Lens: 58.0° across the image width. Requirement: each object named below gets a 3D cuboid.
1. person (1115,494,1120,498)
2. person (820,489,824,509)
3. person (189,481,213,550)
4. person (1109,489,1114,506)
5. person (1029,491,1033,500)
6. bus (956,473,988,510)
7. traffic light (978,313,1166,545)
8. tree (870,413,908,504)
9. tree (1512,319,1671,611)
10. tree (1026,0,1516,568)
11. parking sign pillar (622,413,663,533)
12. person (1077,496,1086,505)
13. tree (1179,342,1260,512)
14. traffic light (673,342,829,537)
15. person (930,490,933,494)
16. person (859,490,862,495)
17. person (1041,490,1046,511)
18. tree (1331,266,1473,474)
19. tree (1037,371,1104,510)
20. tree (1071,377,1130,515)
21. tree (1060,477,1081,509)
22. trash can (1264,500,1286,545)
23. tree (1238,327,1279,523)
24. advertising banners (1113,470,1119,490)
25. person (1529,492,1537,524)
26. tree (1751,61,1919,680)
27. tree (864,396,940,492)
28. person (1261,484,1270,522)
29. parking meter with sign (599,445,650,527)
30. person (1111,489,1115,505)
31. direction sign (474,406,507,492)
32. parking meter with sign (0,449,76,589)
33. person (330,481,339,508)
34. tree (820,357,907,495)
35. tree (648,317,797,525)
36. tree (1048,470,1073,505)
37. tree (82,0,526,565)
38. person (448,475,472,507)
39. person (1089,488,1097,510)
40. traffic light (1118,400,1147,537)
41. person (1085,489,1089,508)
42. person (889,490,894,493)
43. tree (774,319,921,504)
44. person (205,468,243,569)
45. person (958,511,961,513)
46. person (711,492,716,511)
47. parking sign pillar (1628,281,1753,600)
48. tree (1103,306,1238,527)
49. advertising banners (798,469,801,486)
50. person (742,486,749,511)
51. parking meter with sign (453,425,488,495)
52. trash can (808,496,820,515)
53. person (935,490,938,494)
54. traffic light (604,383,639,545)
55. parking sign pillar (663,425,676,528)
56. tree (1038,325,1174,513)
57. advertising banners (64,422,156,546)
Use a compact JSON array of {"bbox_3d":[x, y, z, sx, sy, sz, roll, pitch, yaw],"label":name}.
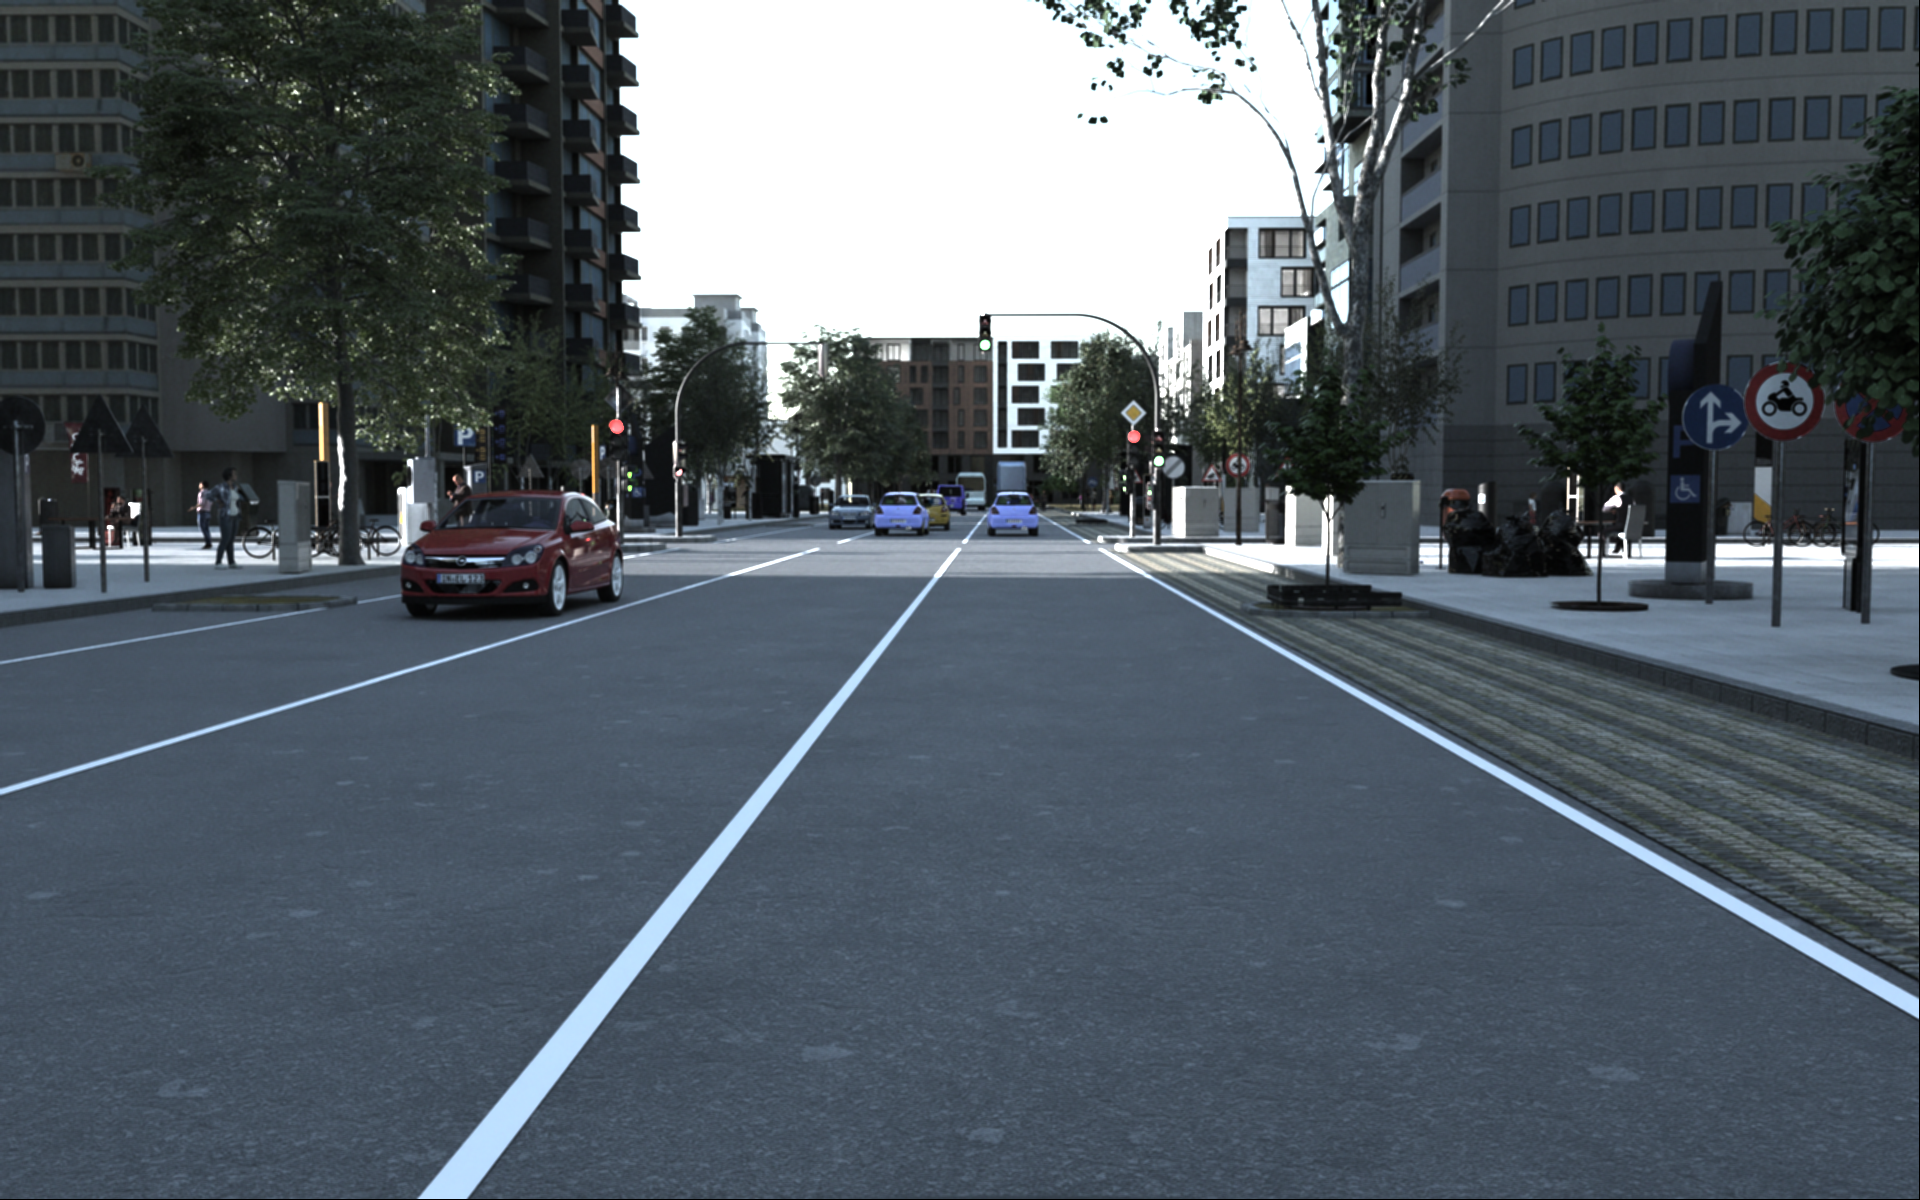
[{"bbox_3d":[12.773,-7.951,136.834,1.217,1.735,0.721,-2,4,-30],"label":"person"},{"bbox_3d":[-11.747,-8.537,146.426,0.445,1.727,0.742,-2,4,-33],"label":"person"},{"bbox_3d":[-17.530,-1.966,40.148,0.435,1.587,0.963,0,4,-8],"label":"person"},{"bbox_3d":[16.397,-11.238,189.879,0.705,1.812,1.348,-3,5,-44],"label":"person"},{"bbox_3d":[7.634,-11.016,189.291,0.721,1.739,1.217,3,4,38],"label":"person"},{"bbox_3d":[1.045,-9.759,154.412,2.948,3.499,13.247,0,4,1],"label":"bus"},{"bbox_3d":[2.851,-4.212,43.541,4.771,5.953,1.251,0,4,1],"label":"traffic light"},{"bbox_3d":[-8.724,-15.064,180.703,7.601,10.594,8.767,3,5,41],"label":"tree"},{"bbox_3d":[7.033,-1.514,19.357,1.663,3.219,1.824,0,3,0],"label":"tree"},{"bbox_3d":[7.241,-10.708,30.966,12.611,20.169,13.585,0,3,0],"label":"tree"},{"bbox_3d":[-10.826,-4.213,57.357,1.447,3.967,1.447,-1,4,-22],"label":"parking sign pillar"},{"bbox_3d":[14.476,-11.899,206.277,0.991,1.433,0.599,0,4,7],"label":"person"},{"bbox_3d":[13.533,-8.138,83.421,4.737,8.622,4.395,0,3,0],"label":"tree"},{"bbox_3d":[-6.324,-4.725,51.914,4.771,5.953,1.251,0,4,1],"label":"traffic light"},{"bbox_3d":[-1.331,-4.064,76.809,0.647,1.594,0.662,-1,4,-20],"label":"person"},{"bbox_3d":[-10.873,-11.056,187.491,0.721,1.739,1.217,-1,4,-21],"label":"person"},{"bbox_3d":[7.008,-8.172,142.635,0.617,1.759,0.750,-3,5,-41],"label":"person"},{"bbox_3d":[14.520,-6.513,56.844,4.360,8.622,3.978,0,3,0],"label":"tree"},{"bbox_3d":[10.118,-13.181,141.269,9.928,11.665,9.643,0,3,0],"label":"tree"},{"bbox_3d":[9.000,-9.649,108.121,4.737,8.622,4.395,0,3,0],"label":"tree"},{"bbox_3d":[10.421,-10.371,164.169,1.663,3.219,1.824,0,3,0],"label":"tree"},{"bbox_3d":[8.109,-1.989,44.174,0.748,1.137,0.748,0,3,0],"label":"trash can"},{"bbox_3d":[13.571,-7.757,77.186,4.360,8.622,3.978,0,3,0],"label":"tree"},{"bbox_3d":[11.840,-7.806,123.812,2.074,3.025,0.090,2,4,35],"label":"advertising banners"},{"bbox_3d":[19.585,-3.008,59.129,0.340,1.345,0.435,1,4,14],"label":"person"},{"bbox_3d":[7.292,-1.720,11.843,4.285,4.588,4.351,0,3,0],"label":"tree"},{"bbox_3d":[-7.136,-17.476,202.741,9.611,12.733,9.660,0,3,0],"label":"tree"},{"bbox_3d":[14.231,-4.524,80.557,0.434,1.755,0.990,2,4,26],"label":"person"},{"bbox_3d":[-12.141,-4.070,62.800,1.738,3.016,0.543,-3,4,-37],"label":"parking meter with sign"},{"bbox_3d":[17.608,-11.924,200.634,0.705,1.869,1.348,-1,4,-21],"label":"person"},{"bbox_3d":[-12.078,-3.216,44.580,0.876,3.537,0.379,1,4,10],"label":"direction sign"},{"bbox_3d":[-12.976,-1.661,23.422,1.738,3.016,0.543,-1,4,-16],"label":"parking meter with sign"},{"bbox_3d":[-22.297,-3.366,61.607,0.750,1.759,0.617,0,4,-8],"label":"person"},{"bbox_3d":[-8.052,-13.747,142.887,7.486,12.596,7.792,0,3,0],"label":"tree"},{"bbox_3d":[-9.854,-7.434,71.911,4.360,8.622,3.978,0,3,0],"label":"tree"},{"bbox_3d":[11.618,-13.164,198.944,4.285,4.588,4.351,0,3,0],"label":"tree"},{"bbox_3d":[-11.361,-6.887,30.726,7.486,12.596,7.792,0,3,0],"label":"tree"},{"bbox_3d":[-11.725,-2.072,40.611,0.565,1.739,0.600,1,4,22],"label":"person"},{"bbox_3d":[10.531,-7.963,137.029,0.721,1.735,1.217,2,4,27],"label":"person"},{"bbox_3d":[5.140,-3.834,51.614,0.839,4.253,0.868,0,4,1],"label":"traffic light"},{"bbox_3d":[12.106,-9.566,163.274,0.721,1.723,1.217,1,4,10],"label":"person"},{"bbox_3d":[-7.273,-10.717,182.074,0.445,1.727,0.742,2,4,33],"label":"person"},{"bbox_3d":[-8.783,-13.457,126.680,9.857,13.997,8.962,0,3,0],"label":"tree"},{"bbox_3d":[-12.568,-1.403,29.706,0.376,1.734,0.841,1,4,15],"label":"person"},{"bbox_3d":[-0.127,-7.353,129.667,0.756,1.711,0.436,-2,4,-25],"label":"person"},{"bbox_3d":[-19.316,-7.676,134.769,0.991,1.433,0.599,3,5,41],"label":"person"},{"bbox_3d":[9.127,-2.023,21.540,1.447,3.967,1.447,2,4,30],"label":"parking sign pillar"},{"bbox_3d":[7.798,-7.197,68.037,4.360,8.622,3.978,0,3,0],"label":"tree"},{"bbox_3d":[-11.103,-7.417,117.459,0.090,3.025,2.074,1,4,12],"label":"advertising banners"},{"bbox_3d":[-15.902,-7.594,129.834,0.705,1.869,1.348,3,5,39],"label":"person"},{"bbox_3d":[-12.014,-2.851,42.881,0.543,3.016,1.738,-2,4,-32],"label":"parking meter with sign"},{"bbox_3d":[-9.115,-5.917,108.390,0.748,1.137,0.748,0,3,0],"label":"trash can"},{"bbox_3d":[-1.663,-7.207,127.005,0.621,1.740,0.551,-2,4,-30],"label":"person"},{"bbox_3d":[-8.614,-3.366,43.948,0.839,4.253,0.868,0,4,1],"label":"traffic light"},{"bbox_3d":[-11.324,-4.725,65.722,1.447,3.967,1.447,-1,4,-19],"label":"parking sign pillar"},{"bbox_3d":[10.054,-12.255,117.376,9.611,12.733,9.660,0,3,0],"label":"tree"},{"bbox_3d":[-20.921,-2.842,42.650,0.090,3.025,2.074,3,5,43],"label":"advertising banners"}]
